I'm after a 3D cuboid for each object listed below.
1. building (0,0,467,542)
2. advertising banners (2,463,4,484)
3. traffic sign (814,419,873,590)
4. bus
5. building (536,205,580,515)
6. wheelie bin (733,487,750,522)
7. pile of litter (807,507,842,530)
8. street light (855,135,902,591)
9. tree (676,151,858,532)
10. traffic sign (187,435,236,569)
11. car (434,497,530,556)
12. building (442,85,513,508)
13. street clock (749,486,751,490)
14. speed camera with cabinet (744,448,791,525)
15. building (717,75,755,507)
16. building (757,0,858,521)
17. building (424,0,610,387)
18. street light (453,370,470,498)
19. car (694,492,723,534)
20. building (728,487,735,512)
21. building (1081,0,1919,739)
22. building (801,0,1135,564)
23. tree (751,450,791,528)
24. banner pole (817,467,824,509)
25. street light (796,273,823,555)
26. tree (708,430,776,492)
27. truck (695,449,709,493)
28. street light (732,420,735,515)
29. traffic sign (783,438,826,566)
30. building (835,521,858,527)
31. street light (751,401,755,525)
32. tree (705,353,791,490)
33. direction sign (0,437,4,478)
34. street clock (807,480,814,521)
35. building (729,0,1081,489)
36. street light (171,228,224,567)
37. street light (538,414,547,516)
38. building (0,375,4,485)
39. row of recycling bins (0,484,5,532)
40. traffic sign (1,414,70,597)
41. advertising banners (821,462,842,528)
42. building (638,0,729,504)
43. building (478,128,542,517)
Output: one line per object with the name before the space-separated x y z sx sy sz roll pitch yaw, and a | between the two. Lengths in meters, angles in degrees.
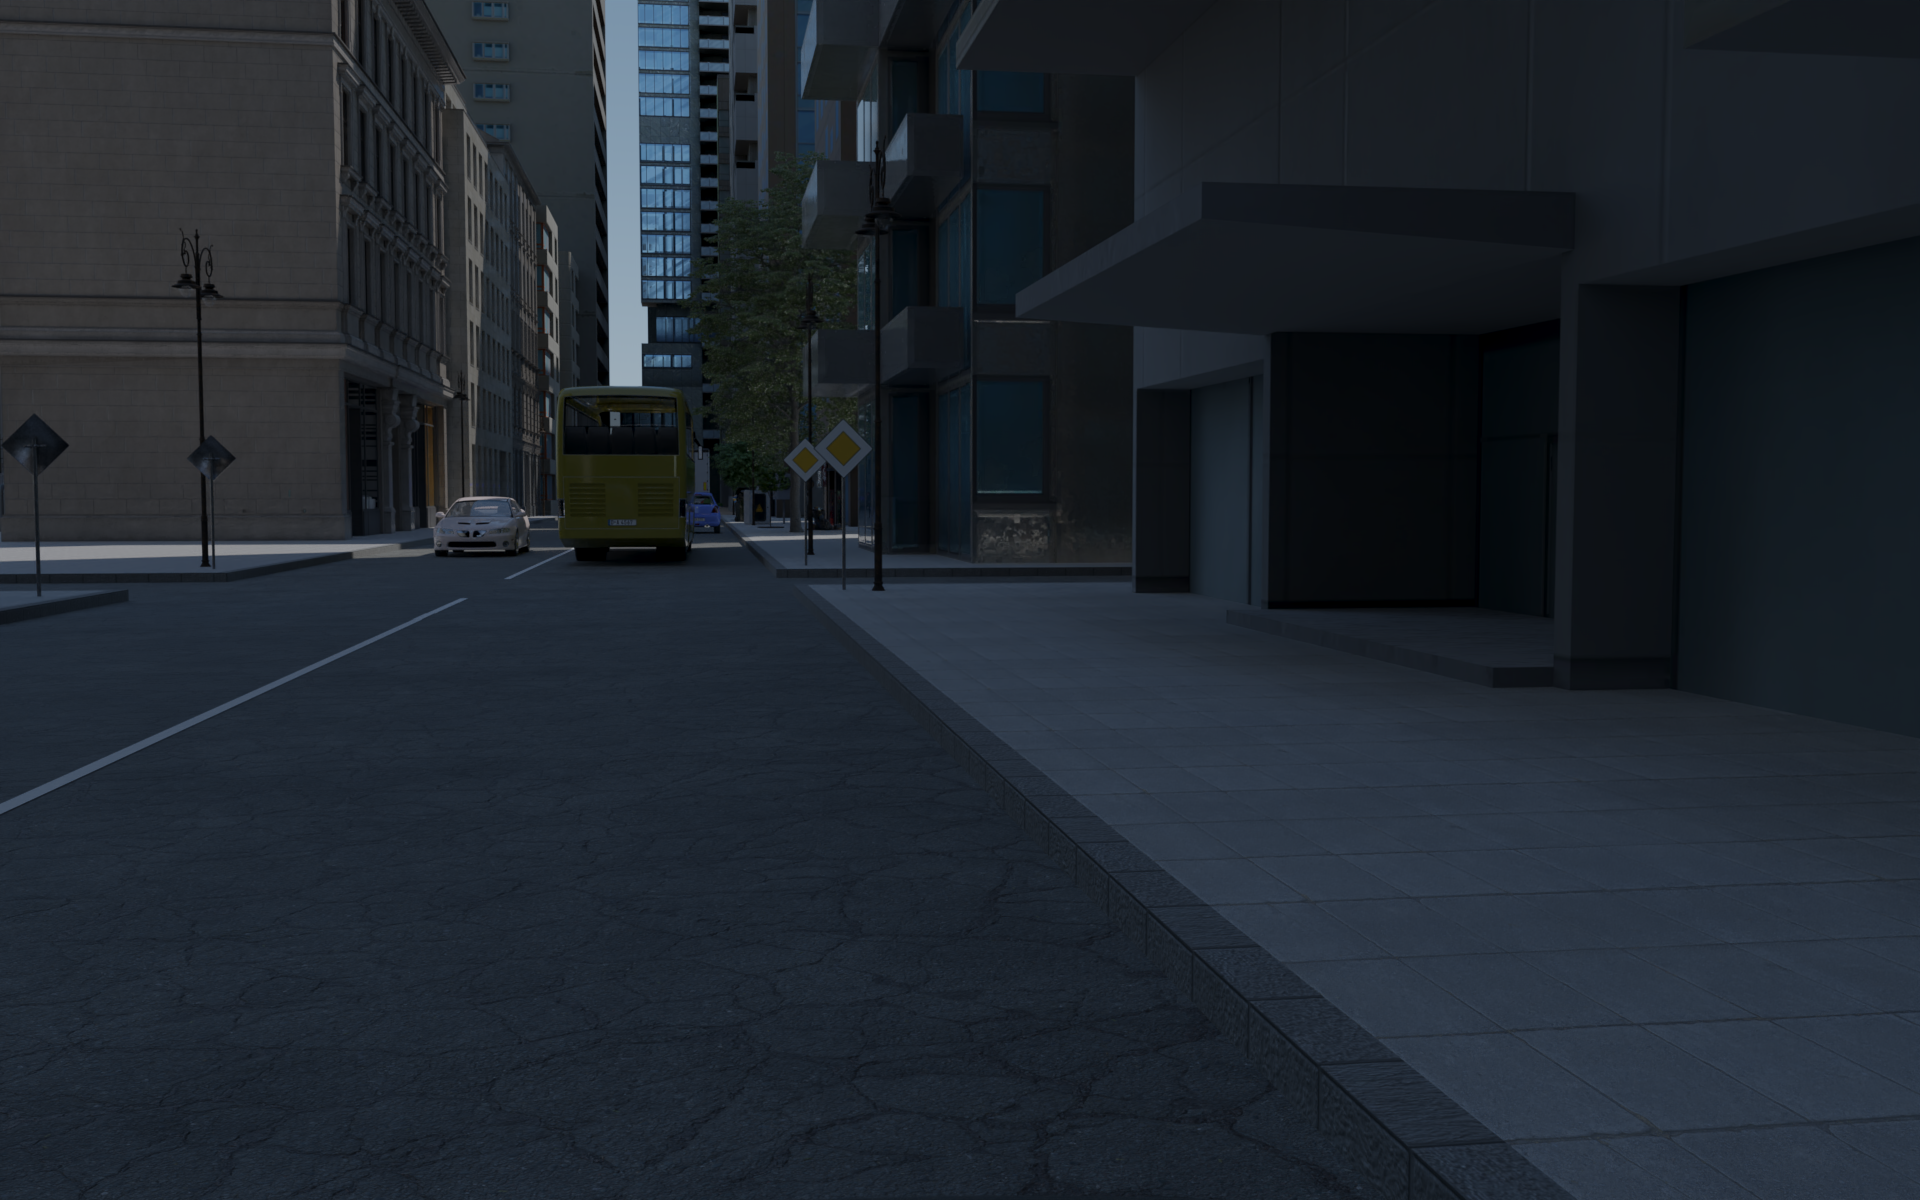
building | -21.583 -12.049 47.907 10.553 20.767 40.483 -1 4 -9
advertising banners | -53.532 -6.151 96.759 0.090 3.025 2.074 -1 4 -23
traffic sign | -1.557 -1.193 23.150 0.795 2.450 0.064 -1 4 -9
bus | -7.474 -2.967 40.054 2.896 3.916 12.252 0 4 -8
building | -40.538 -16.574 116.020 27.650 21.520 28.899 -1 4 -9
wheelie bin | -9.963 -4.402 79.874 0.980 1.594 0.693 -2 4 -35
pile of litter | -4.855 -2.913 61.585 1.176 0.858 1.719 -2 4 -33
street light | -1.084 -3.060 22.818 0.468 5.910 1.993 -1 4 -9
tree | -5.489 -8.516 57.372 7.486 12.596 7.792 0 3 0
traffic sign | -12.749 -1.584 29.537 0.795 2.450 0.064 -1 4 -9
car | -11.367 -1.774 41.368 2.083 1.381 4.827 -1 4 -9
building | -26.001 -13.547 76.249 10.420 20.320 16.860 -1 4 -9
street clock | -11.323 -5.378 92.508 0.358 2.002 0.471 -2 4 -28
speed camera with cabinet | -8.149 -4.847 73.584 2.038 3.252 0.660 -2 4 -33
building | -17.118 -29.963 173.483 14.154 41.232 14.086 -1 4 -9
building | -4.359 -27.459 99.067 14.600 45.320 14.200 -1 4 -9
building | -39.978 -31.625 140.777 21.300 48.544 21.600 -1 4 -9
street light | -18.531 -5.611 64.520 0.468 5.910 1.993 -1 4 -9
car | -9.724 -3.330 64.041 1.945 1.707 3.694 -1 4 -9
building | -1.015 -26.727 128.875 32.217 40.220 23.993 -1 4 -9
building | 15.045 -25.770 10.576 28.713 52.752 27.495 -1 4 -9
building | 11.372 -25.824 41.827 30.456 49.044 23.786 -1 4 -9
tree | -7.254 -4.330 65.397 1.663 3.219 1.824 0 3 0
banner pole | -6.802 -5.795 84.762 0.401 3.779 0.863 2 4 27
street light | -3.146 -3.886 36.323 0.468 5.910 1.993 -1 4 -9
tree | -10.591 -6.162 84.464 4.285 4.588 4.351 0 3 0
truck | -17.707 -7.543 112.248 2.839 4.237 11.283 -1 4 -11
street light | -13.744 -8.086 104.997 0.468 5.910 1.993 -1 4 -9
traffic sign | -2.768 -1.676 31.043 0.795 2.450 0.064 -1 4 -9
building | 1.181 -25.917 73.851 14.600 45.320 14.200 -1 4 -9
street light | -8.463 -5.997 70.842 0.468 5.910 1.993 -1 4 -9
tree | -10.709 -8.498 89.312 4.360 8.622 3.978 0 3 0
direction sign | -35.846 -4.464 64.980 0.876 3.537 0.379 -2 4 -26
street clock | -7.275 -4.829 83.524 0.471 2.002 0.358 -2 4 -24
building | -6.604 -34.526 153.746 28.713 52.752 27.495 -1 4 -9
street light | -13.311 -3.522 30.376 0.468 5.910 1.993 -1 4 -9
street light | -23.989 -7.760 99.667 0.468 5.910 1.993 -1 4 -9
building | -84.994 -29.421 164.634 14.086 41.232 14.154 -1 4 -9
row of recycling bins | -32.435 -3.197 59.385 1.069 1.692 3.534 -2 4 -33
traffic sign | -11.538 -1.101 21.644 0.795 2.450 0.064 -1 4 -9
advertising banners | -4.778 -4.190 64.692 0.090 3.025 2.074 -2 4 -27
building | -24.733 -54.160 198.190 31.000 86.520 22.319 -1 4 -9
building | -28.311 -14.952 93.610 9.793 20.994 18.267 -1 4 -9
